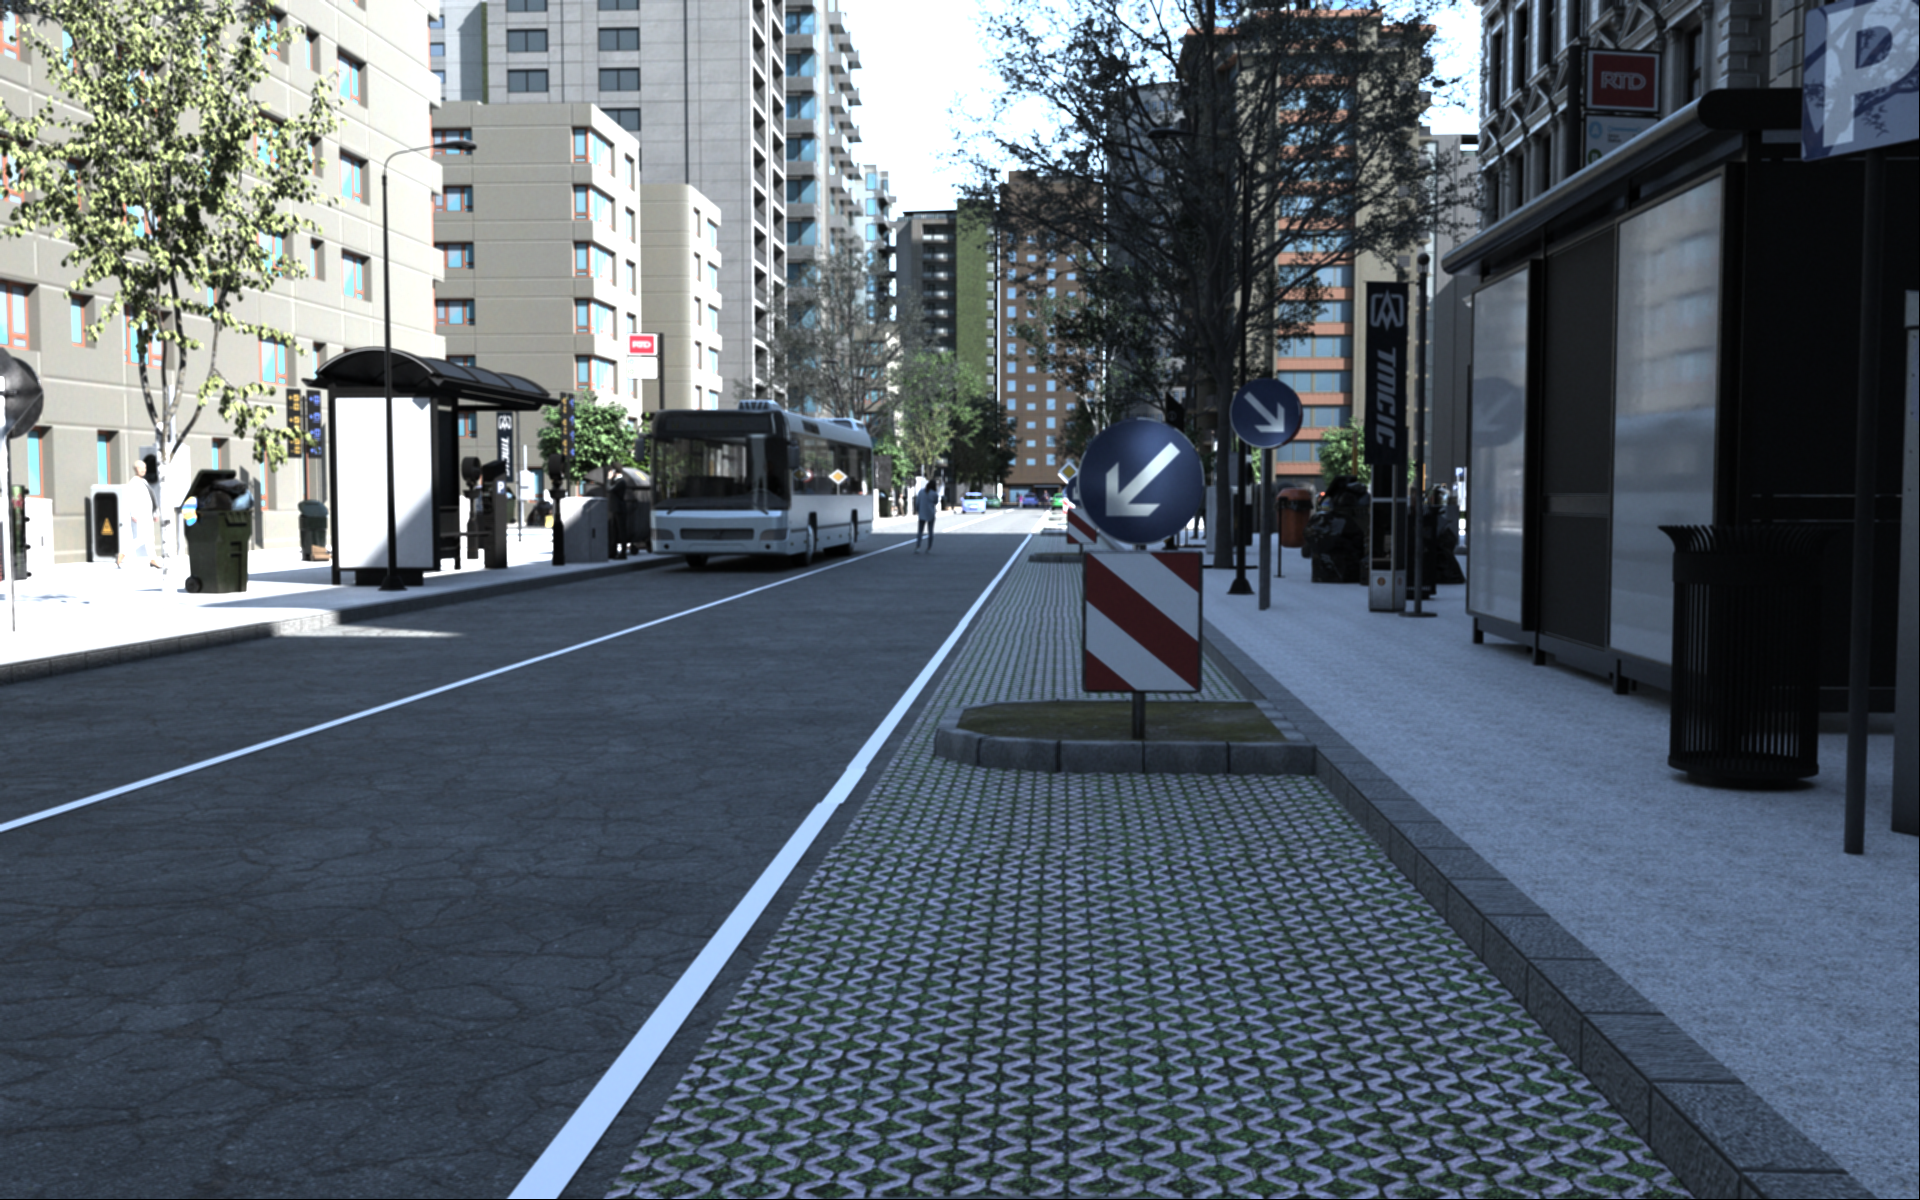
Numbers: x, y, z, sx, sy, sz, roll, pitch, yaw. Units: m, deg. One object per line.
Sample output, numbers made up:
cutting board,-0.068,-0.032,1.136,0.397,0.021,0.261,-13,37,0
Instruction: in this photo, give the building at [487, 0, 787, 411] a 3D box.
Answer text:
building,-21.589,-42.186,127.999,20.563,71.187,20.611,0,4,3

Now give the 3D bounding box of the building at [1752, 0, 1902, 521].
building,18.400,-13.395,16.270,12.463,27.353,25.104,0,4,3

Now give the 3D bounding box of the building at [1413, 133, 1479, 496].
building,57.428,-31.529,199.098,14.086,41.232,14.154,0,4,3

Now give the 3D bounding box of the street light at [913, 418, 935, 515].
street light,-2.202,-8.124,105.376,1.470,5.913,1.316,0,4,3

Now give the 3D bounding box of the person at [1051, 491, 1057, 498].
person,11.823,-12.510,213.000,1.348,1.831,0.705,1,4,16

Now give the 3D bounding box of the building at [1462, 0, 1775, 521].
building,18.917,-12.872,39.333,11.050,23.489,19.941,0,4,3

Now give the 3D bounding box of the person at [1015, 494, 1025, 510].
person,5.455,-8.841,156.275,0.991,1.433,0.599,-1,4,-12

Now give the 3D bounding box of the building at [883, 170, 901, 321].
building,-23.665,-38.465,248.515,30.456,49.044,23.786,0,4,3

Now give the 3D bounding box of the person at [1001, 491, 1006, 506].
person,5.320,-12.495,212.657,0.709,1.838,0.599,-2,4,-23

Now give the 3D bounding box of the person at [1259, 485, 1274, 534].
person,9.822,-3.066,55.539,0.474,1.900,0.648,1,4,14

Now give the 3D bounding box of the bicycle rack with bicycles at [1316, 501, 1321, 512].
bicycle rack with bicycles,28.240,-7.737,139.888,2.852,0.926,2.925,0,4,-4

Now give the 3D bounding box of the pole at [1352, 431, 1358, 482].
pole,12.811,-3.816,56.233,0.158,3.312,0.155,0,3,0

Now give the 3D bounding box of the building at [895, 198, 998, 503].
building,-1.759,-34.146,241.873,14.086,41.232,14.154,0,4,3

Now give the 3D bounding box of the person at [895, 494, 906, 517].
person,-3.264,-5.209,95.481,0.640,1.303,0.475,0,4,3

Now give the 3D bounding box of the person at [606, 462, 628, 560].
person,-6.758,-1.744,33.914,0.474,1.900,0.648,-2,4,-23

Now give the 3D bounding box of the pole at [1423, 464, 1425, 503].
pole,30.887,-7.444,115.553,0.158,3.312,0.155,0,3,0

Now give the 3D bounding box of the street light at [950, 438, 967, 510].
street light,-0.065,-10.392,142.449,1.470,5.913,1.316,0,4,3

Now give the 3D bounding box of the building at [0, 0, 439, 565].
building,-30.379,-11.784,37.716,28.899,21.520,27.650,0,4,3

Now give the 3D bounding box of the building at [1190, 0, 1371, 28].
building,34.045,-53.707,190.780,22.319,86.520,31.000,0,4,3

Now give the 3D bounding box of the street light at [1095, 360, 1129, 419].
street light,5.214,-5.315,59.434,1.470,5.913,1.316,0,4,3

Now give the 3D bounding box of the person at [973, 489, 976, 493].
person,1.565,-11.407,192.631,0.705,1.814,1.350,0,4,0

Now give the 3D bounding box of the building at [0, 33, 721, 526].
building,-29.207,-15.108,92.050,27.650,21.520,28.899,0,4,3

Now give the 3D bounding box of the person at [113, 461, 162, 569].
person,-13.916,-1.431,29.317,0.818,1.842,0.514,-2,4,-26

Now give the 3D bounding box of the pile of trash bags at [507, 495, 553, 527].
pile of trash bags,-16.781,-3.604,68.673,3.447,1.369,1.912,-1,4,-13

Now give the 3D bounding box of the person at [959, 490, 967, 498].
person,0.513,-10.475,178.015,1.217,1.736,0.721,1,4,23

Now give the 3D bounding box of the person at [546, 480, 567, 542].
person,-10.427,-2.451,46.339,1.509,1.804,0.699,-3,5,-39

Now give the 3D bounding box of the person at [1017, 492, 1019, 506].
person,6.720,-11.799,202.887,0.415,1.643,0.593,-1,4,-12

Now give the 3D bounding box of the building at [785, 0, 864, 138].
building,-20.780,-33.006,159.260,23.786,49.044,30.456,0,4,3

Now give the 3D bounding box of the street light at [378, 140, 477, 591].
street light,-7.031,-3.080,22.896,1.470,5.913,1.316,0,4,3

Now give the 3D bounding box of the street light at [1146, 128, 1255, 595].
street light,3.068,-3.032,22.122,1.470,5.913,1.316,0,4,3

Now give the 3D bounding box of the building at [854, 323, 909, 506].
building,-21.405,-21.596,198.139,28.899,21.520,27.650,0,4,3

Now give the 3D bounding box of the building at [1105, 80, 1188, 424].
building,34.767,-42.905,243.492,28.212,58.520,21.231,0,4,3

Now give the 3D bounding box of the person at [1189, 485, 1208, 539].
person,6.845,-2.649,49.522,0.661,1.801,0.590,-3,5,-42

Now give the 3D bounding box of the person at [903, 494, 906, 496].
person,-4.279,-8.550,145.917,1.350,1.814,0.705,1,4,23

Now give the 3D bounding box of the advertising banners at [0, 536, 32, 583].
advertising banners,-13.900,-1.751,24.812,0.090,3.025,2.074,0,4,-2

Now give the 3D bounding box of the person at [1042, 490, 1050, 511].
person,7.200,-8.247,143.790,0.683,1.767,0.568,0,4,-8

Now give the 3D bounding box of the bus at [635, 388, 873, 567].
bus,-3.963,-2.580,37.051,2.948,3.499,13.247,0,4,4

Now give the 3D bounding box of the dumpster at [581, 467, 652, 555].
dumpster,-7.290,-1.908,36.951,1.264,1.857,1.865,0,4,3

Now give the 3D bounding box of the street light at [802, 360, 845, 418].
street light,-4.888,-5.347,59.969,1.470,5.913,1.316,0,4,3

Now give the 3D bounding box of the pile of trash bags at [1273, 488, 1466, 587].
pile of trash bags,5.824,-0.970,25.611,1.912,1.369,3.447,-2,4,-29

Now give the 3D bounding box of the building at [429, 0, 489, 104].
building,-49.754,-40.329,201.376,28.212,58.520,21.231,0,4,3

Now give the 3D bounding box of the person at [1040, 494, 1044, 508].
person,8.660,-10.480,183.067,0.991,1.433,0.599,-3,5,-45

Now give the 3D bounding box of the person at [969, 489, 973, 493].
person,1.213,-11.543,194.707,1.348,1.831,0.705,-3,4,-37

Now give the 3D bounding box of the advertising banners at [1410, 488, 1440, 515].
advertising banners,12.440,-3.119,47.190,0.090,3.025,2.074,-1,4,-20

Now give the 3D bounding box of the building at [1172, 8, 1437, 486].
building,31.362,-31.049,162.282,22.147,44.769,28.867,0,4,3

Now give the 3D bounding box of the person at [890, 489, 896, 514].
person,-4.314,-6.370,110.370,0.728,1.800,0.709,-2,4,-32

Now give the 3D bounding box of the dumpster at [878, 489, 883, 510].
dumpster,-5.072,-6.085,101.979,1.502,2.255,1.985,0,4,3

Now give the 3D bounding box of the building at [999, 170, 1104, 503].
building,12.777,-36.197,241.931,14.200,45.320,14.600,0,4,3

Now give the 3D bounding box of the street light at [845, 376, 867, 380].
street light,-4.349,-5.857,68.303,1.470,5.913,1.316,0,4,3

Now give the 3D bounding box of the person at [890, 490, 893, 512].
person,-5.109,-7.254,125.003,0.532,1.782,0.716,-3,4,-36
